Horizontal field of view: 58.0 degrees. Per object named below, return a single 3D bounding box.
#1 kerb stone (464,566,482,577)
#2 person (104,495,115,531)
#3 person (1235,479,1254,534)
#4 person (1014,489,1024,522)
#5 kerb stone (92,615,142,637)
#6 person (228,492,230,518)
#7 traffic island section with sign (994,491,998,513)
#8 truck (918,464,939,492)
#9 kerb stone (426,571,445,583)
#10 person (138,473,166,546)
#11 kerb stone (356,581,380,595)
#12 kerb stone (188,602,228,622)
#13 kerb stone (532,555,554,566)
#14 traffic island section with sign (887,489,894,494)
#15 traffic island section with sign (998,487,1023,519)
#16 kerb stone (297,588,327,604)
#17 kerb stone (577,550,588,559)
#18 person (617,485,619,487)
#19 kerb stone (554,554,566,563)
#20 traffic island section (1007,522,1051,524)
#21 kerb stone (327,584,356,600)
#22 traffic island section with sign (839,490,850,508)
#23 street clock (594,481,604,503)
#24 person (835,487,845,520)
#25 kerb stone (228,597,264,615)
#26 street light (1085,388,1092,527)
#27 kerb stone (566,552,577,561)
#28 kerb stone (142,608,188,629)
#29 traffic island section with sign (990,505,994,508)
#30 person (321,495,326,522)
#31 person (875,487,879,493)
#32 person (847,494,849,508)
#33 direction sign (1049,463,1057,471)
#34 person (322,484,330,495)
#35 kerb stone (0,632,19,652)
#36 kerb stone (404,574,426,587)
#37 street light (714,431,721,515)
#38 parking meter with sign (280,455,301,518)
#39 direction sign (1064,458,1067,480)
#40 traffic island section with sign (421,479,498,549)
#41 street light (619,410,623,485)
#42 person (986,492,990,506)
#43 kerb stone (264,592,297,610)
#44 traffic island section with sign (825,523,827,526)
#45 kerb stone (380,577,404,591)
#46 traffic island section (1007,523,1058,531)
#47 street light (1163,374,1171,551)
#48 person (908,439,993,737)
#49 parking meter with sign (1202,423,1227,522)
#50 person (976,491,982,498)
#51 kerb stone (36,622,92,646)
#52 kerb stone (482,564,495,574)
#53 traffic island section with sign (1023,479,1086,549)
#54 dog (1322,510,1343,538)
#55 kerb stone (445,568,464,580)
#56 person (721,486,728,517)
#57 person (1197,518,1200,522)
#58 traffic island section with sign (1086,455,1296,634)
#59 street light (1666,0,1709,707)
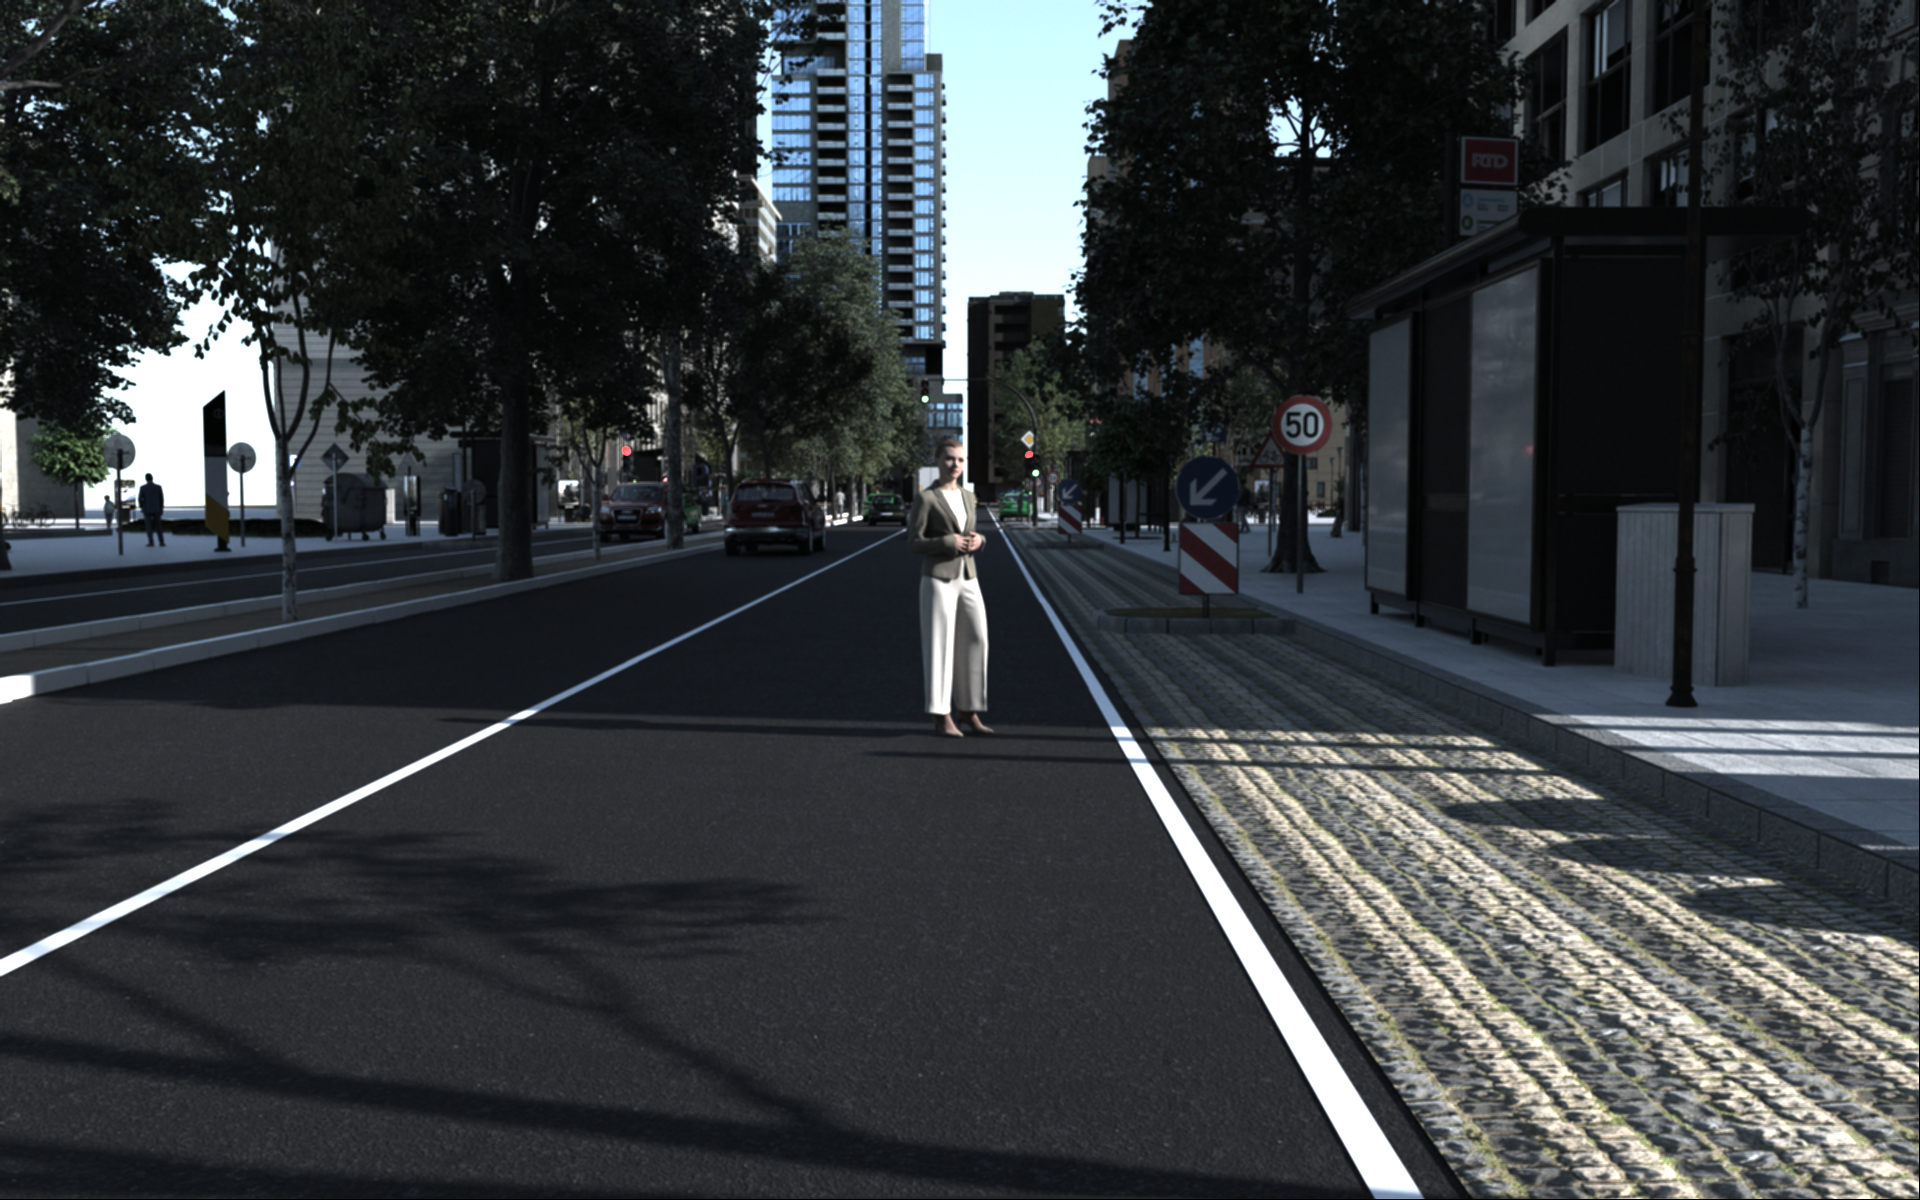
[{"bbox_3d":[-8.517,-0.476,29.977,0.120,0.150,1.000,0,4,1],"label":"kerb stone"},{"bbox_3d":[-29.588,-3.029,60.256,0.332,1.250,0.352,1,4,9],"label":"person"},{"bbox_3d":[9.190,-3.049,56.245,0.721,1.781,0.623,1,4,17],"label":"person"},{"bbox_3d":[3.032,-4.953,89.757,0.573,1.790,0.520,-1,4,-10],"label":"person"},{"bbox_3d":[-8.674,0.277,17.671,0.120,0.150,1.000,0,4,1],"label":"kerb stone"},{"bbox_3d":[-28.153,-3.676,66.104,0.622,1.834,0.822,2,4,35],"label":"person"},{"bbox_3d":[3.669,-7.308,128.116,1.989,1.847,2.006,0,4,1],"label":"traffic island section with sign"},{"bbox_3d":[-2.764,-10.937,167.736,2.839,4.237,11.283,0,4,0],"label":"truck"},{"bbox_3d":[-8.556,-0.350,27.922,0.120,0.150,1.000,0,4,1],"label":"kerb stone"},{"bbox_3d":[-19.787,-2.215,42.448,0.419,1.800,0.721,3,5,42],"label":"person"},{"bbox_3d":[-8.591,-0.162,24.851,0.120,0.150,1.000,0,4,1],"label":"kerb stone"},{"bbox_3d":[-8.644,0.152,19.715,0.120,0.150,1.000,0,4,1],"label":"kerb stone"},{"bbox_3d":[-8.472,-0.790,35.108,0.120,0.150,1.000,0,4,1],"label":"kerb stone"},{"bbox_3d":[-6.110,-8.762,151.386,2.006,1.907,1.989,0,4,1],"label":"traffic island section with sign"},{"bbox_3d":[3.370,-5.660,101.163,1.989,1.847,2.006,0,4,1],"label":"traffic island section with sign"},{"bbox_3d":[-8.612,-0.036,22.792,0.120,0.150,1.000,0,4,1],"label":"kerb stone"},{"bbox_3d":[-8.429,-0.978,38.191,0.120,0.150,1.000,0,4,1],"label":"kerb stone"},{"bbox_3d":[-19.457,-5.668,98.956,0.600,1.795,0.529,3,5,39],"label":"person"},{"bbox_3d":[-8.457,-0.851,36.137,0.120,0.150,1.000,0,4,1],"label":"kerb stone"},{"bbox_3d":[3.076,-3.315,76.480,2.009,0.180,2.903,0,4,1],"label":"traffic island section"},{"bbox_3d":[-8.588,-0.094,23.823,0.120,0.150,1.000,0,4,1],"label":"kerb stone"},{"bbox_3d":[-11.601,-10.393,178.548,1.989,1.847,2.006,0,4,1],"label":"traffic island section with sign"},{"bbox_3d":[-17.547,-4.875,84.283,0.471,2.002,0.358,0,4,7],"label":"street clock"},{"bbox_3d":[-6.688,-5.315,95.602,0.606,1.804,0.583,-2,4,-33],"label":"person"},{"bbox_3d":[-8.631,0.089,20.741,0.120,0.150,1.000,0,4,1],"label":"kerb stone"},{"bbox_3d":[4.993,-5.762,67.000,0.468,5.910,1.993,0,4,1],"label":"street light"},{"bbox_3d":[-8.450,-0.913,37.163,0.120,0.150,1.000,0,4,1],"label":"kerb stone"},{"bbox_3d":[-8.653,0.217,18.693,0.120,0.150,1.000,0,4,1],"label":"kerb stone"},{"bbox_3d":[4.224,-10.373,178.228,1.989,1.847,2.006,0,4,1],"label":"traffic island section with sign"},{"bbox_3d":[-24.531,-3.443,67.003,0.373,1.253,0.362,0,4,-8],"label":"person"},{"bbox_3d":[-4.485,-5.265,94.858,0.850,1.792,0.678,-1,4,-13],"label":"person"},{"bbox_3d":[-11.050,-9.835,172.530,0.599,1.433,0.991,-1,4,-19],"label":"person"},{"bbox_3d":[6.616,-8.165,125.502,0.876,3.537,0.379,-1,4,-17],"label":"direction sign"},{"bbox_3d":[-29.083,-4.504,79.771,0.616,1.811,0.778,0,4,-6],"label":"person"},{"bbox_3d":[-8.690,0.402,15.620,0.120,0.150,1.000,0,4,1],"label":"kerb stone"},{"bbox_3d":[-8.562,-0.288,26.900,0.120,0.150,1.000,0,4,1],"label":"kerb stone"},{"bbox_3d":[-14.673,-8.087,105.003,0.468,5.910,1.993,0,4,1],"label":"street light"},{"bbox_3d":[-30.019,-4.968,77.494,0.543,3.016,1.738,-3,4,-38],"label":"parking meter with sign"},{"bbox_3d":[6.573,-6.775,102.766,0.876,3.537,0.379,3,4,37],"label":"direction sign"},{"bbox_3d":[-13.080,-2.297,46.181,1.989,1.847,2.006,0,4,1],"label":"traffic island section with sign"},{"bbox_3d":[-15.054,-6.361,76.796,0.468,5.910,1.993,0,4,1],"label":"street light"},{"bbox_3d":[3.431,-12.591,215.076,0.721,1.743,1.217,-1,4,-19],"label":"person"},{"bbox_3d":[-8.619,0.032,21.763,0.120,0.150,1.000,0,4,1],"label":"kerb stone"},{"bbox_3d":[-6.942,-4.166,76.252,2.006,1.907,1.989,0,4,1],"label":"traffic island section with sign"},{"bbox_3d":[-8.571,-0.221,25.879,0.120,0.150,1.000,0,4,1],"label":"kerb stone"},{"bbox_3d":[2.987,-2.827,68.495,2.009,0.180,2.903,0,4,1],"label":"traffic island section"},{"bbox_3d":[4.656,-4.037,38.799,0.468,5.910,1.993,0,4,1],"label":"street light"},{"bbox_3d":[-0.040,-0.072,10.227,0.519,1.759,0.362,-3,4,-38],"label":"person"},{"bbox_3d":[5.761,-2.620,39.098,0.543,3.016,1.738,0,4,6],"label":"parking meter with sign"},{"bbox_3d":[2.423,-13.427,228.058,0.705,1.821,1.348,-2,4,-33],"label":"person"},{"bbox_3d":[-8.680,0.340,16.642,0.120,0.150,1.000,0,4,1],"label":"kerb stone"},{"bbox_3d":[-8.513,-0.539,31.010,0.120,0.150,1.000,0,4,1],"label":"kerb stone"},{"bbox_3d":[2.742,-2.261,45.590,1.989,1.847,2.006,0,4,1],"label":"traffic island section with sign"},{"bbox_3d":[11.044,-2.255,51.250,0.800,0.831,0.513,-1,4,-21],"label":"dog"},{"bbox_3d":[-8.547,-0.412,28.956,0.120,0.150,1.000,0,4,1],"label":"kerb stone"},{"bbox_3d":[-10.699,-4.290,78.985,0.444,1.785,0.601,-1,4,-10],"label":"person"},{"bbox_3d":[9.709,-3.721,71.151,0.589,1.601,0.330,-1,4,-11],"label":"person"},{"bbox_3d":[2.441,-0.606,18.536,1.989,1.847,2.006,0,4,1],"label":"traffic island section with sign"},{"bbox_3d":[4.372,-2.295,10.317,0.468,5.910,1.993,0,4,1],"label":"street light"}]
